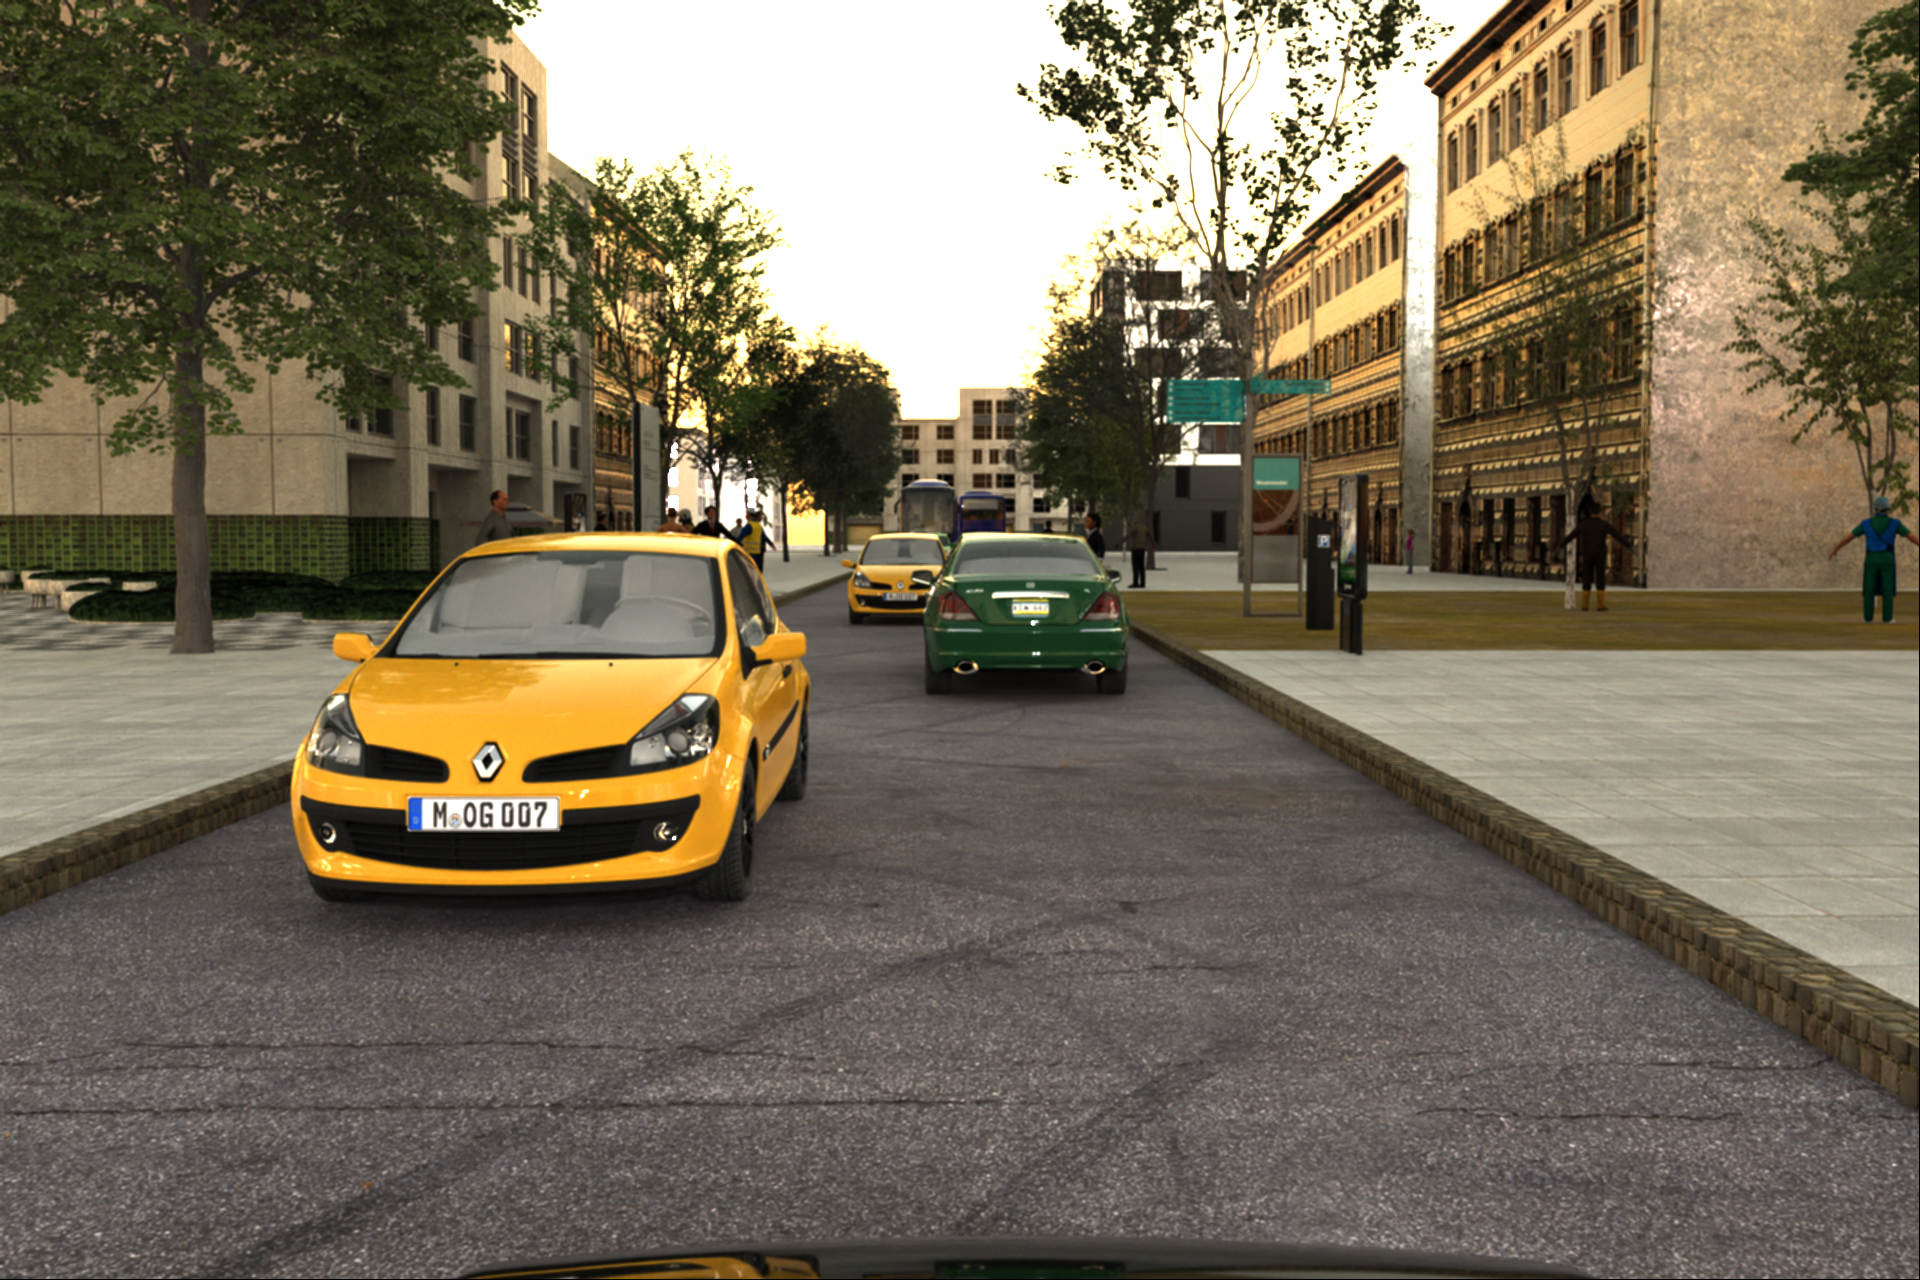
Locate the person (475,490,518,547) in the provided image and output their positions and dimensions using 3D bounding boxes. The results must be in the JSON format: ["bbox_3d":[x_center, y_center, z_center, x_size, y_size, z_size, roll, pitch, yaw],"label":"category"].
[{"bbox_3d":[-5.430,-0.872,20.529,0.705,1.796,1.348,1,4,14],"label":"person"}]

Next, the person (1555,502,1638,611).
[{"bbox_3d":[10.625,-1.397,28.984,1.346,1.812,0.704,2,4,32],"label":"person"}]

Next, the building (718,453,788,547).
[{"bbox_3d":[-22.277,-14.523,179.603,9.099,9.664,28.070,0,4,0],"label":"building"}]

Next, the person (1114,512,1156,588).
[{"bbox_3d":[4.230,-2.150,41.286,1.348,1.813,0.705,-3,5,-40],"label":"person"}]

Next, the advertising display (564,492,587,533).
[{"bbox_3d":[-5.969,-1.329,26.938,0.123,1.923,0.974,0,4,1],"label":"advertising display"}]

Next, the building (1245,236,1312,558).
[{"bbox_3d":[27.173,-16.278,97.069,19.493,23.208,18.063,0,4,0],"label":"building"}]

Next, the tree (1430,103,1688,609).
[{"bbox_3d":[10.663,-4.849,29.649,4.360,8.622,3.978,0,3,0],"label":"tree"}]

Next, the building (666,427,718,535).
[{"bbox_3d":[-25.409,-12.725,150.202,9.099,9.664,28.070,0,4,-1],"label":"building"}]

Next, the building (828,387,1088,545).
[{"bbox_3d":[0.008,-21.192,215.399,31.486,18.905,16.747,0,4,1],"label":"building"}]

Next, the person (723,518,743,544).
[{"bbox_3d":[-7.276,-3.117,57.148,1.347,1.806,0.705,-1,4,-13],"label":"person"}]

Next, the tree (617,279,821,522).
[{"bbox_3d":[-8.169,-7.669,59.796,8.767,10.594,7.601,3,4,39],"label":"tree"}]

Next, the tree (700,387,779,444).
[{"bbox_3d":[-26.622,-21.899,213.938,12.611,20.169,13.585,0,3,0],"label":"tree"}]

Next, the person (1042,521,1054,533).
[{"bbox_3d":[3.089,-3.182,58.752,0.721,1.740,1.216,-3,4,-36],"label":"person"}]

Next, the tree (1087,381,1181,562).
[{"bbox_3d":[7.694,-7.827,78.328,4.737,8.622,4.395,0,3,0],"label":"tree"}]

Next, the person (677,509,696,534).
[{"bbox_3d":[-6.296,-2.068,39.584,0.705,1.858,1.354,0,4,-2],"label":"person"}]

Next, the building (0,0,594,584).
[{"bbox_3d":[-24.003,-11.701,57.770,16.747,18.905,31.486,0,3,0],"label":"building"}]

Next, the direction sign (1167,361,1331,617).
[{"bbox_3d":[4.449,-2.290,26.211,2.525,3.948,1.411,0,4,0],"label":"direction sign"}]

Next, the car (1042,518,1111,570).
[{"bbox_3d":[0.993,-0.740,22.324,2.015,1.641,3.980,0,4,0],"label":"car"}]

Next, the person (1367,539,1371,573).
[{"bbox_3d":[13.217,-3.073,56.706,0.721,1.772,1.216,0,4,-4],"label":"person"}]

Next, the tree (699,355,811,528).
[{"bbox_3d":[-8.347,-7.334,70.273,4.737,8.622,4.395,0,3,0],"label":"tree"}]

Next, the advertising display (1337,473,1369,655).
[{"bbox_3d":[4.247,-0.829,18.761,0.123,1.923,0.974,0,4,1],"label":"advertising display"}]

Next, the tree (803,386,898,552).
[{"bbox_3d":[-8.324,-12.675,125.365,7.486,12.596,7.792,0,3,0],"label":"tree"}]

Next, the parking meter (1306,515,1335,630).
[{"bbox_3d":[4.842,-0.908,23.252,0.372,1.533,0.369,0,3,0],"label":"parking meter"}]

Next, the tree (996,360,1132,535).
[{"bbox_3d":[7.367,-12.478,114.389,12.009,13.543,11.850,0,3,0],"label":"tree"}]

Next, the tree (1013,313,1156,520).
[{"bbox_3d":[6.479,-10.492,89.672,7.486,12.596,7.792,0,3,0],"label":"tree"}]

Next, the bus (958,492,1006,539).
[{"bbox_3d":[1.099,-6.601,99.475,2.896,3.916,12.251,0,4,-1],"label":"bus"}]

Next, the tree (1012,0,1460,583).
[{"bbox_3d":[6.095,-11.560,44.890,12.611,20.169,13.585,0,3,0],"label":"tree"}]

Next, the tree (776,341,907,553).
[{"bbox_3d":[-8.063,-12.724,114.692,9.857,13.997,8.962,0,3,0],"label":"tree"}]

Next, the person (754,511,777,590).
[{"bbox_3d":[-4.558,-2.016,39.188,0.704,1.802,1.346,-2,4,-33],"label":"person"}]

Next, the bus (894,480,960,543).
[{"bbox_3d":[-1.399,-5.538,82.086,2.896,3.916,12.251,0,4,0],"label":"bus"}]

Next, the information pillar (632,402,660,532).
[{"bbox_3d":[-5.745,-2.475,31.776,0.184,3.620,1.656,0,4,2],"label":"information pillar"}]

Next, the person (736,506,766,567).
[{"bbox_3d":[-4.191,-1.750,34.575,0.705,1.833,1.349,2,4,25],"label":"person"}]

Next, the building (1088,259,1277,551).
[{"bbox_3d":[24.539,-18.419,145.121,27.936,21.610,32.646,0,3,0],"label":"building"}]

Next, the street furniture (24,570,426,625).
[{"bbox_3d":[-11.798,-0.778,28.343,5.734,0.657,10.072,-3,4,-38],"label":"street furniture"}]

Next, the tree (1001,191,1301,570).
[{"bbox_3d":[6.813,-9.255,61.697,12.009,13.543,11.850,0,3,0],"label":"tree"}]

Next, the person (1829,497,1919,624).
[{"bbox_3d":[13.190,-1.143,24.820,1.347,1.817,0.704,2,4,35],"label":"person"}]

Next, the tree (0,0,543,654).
[{"bbox_3d":[-8.141,-6.154,18.739,7.486,12.596,7.792,0,3,0],"label":"tree"}]

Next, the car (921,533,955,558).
[{"bbox_3d":[-1.126,-3.667,68.755,1.959,1.807,4.718,0,3,0],"label":"car"}]

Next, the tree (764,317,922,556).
[{"bbox_3d":[-7.745,-11.545,99.131,12.009,13.543,11.850,0,3,0],"label":"tree"}]

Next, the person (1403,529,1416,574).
[{"bbox_3d":[14.409,-2.840,55.693,0.599,1.433,0.991,0,4,2],"label":"person"}]

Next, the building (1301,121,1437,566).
[{"bbox_3d":[26.826,-15.100,77.816,19.493,23.208,18.063,0,4,0],"label":"building"}]

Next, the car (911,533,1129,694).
[{"bbox_3d":[0.574,-0.313,16.918,2.131,1.459,4.920,0,4,-1],"label":"car"}]

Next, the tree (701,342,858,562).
[{"bbox_3d":[-8.328,-8.872,79.463,7.601,10.594,8.767,-2,4,-24],"label":"tree"}]

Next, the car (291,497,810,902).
[{"bbox_3d":[-1.667,0.138,7.968,2.015,1.641,3.980,0,4,0],"label":"car"}]

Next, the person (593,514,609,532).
[{"bbox_3d":[-9.748,-2.532,47.340,1.347,1.837,0.705,3,5,44],"label":"person"}]

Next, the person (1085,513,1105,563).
[{"bbox_3d":[1.872,-1.002,25.558,0.721,1.740,1.216,-1,4,-16],"label":"person"}]

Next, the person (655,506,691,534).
[{"bbox_3d":[-4.702,-1.328,28.523,1.217,1.733,0.721,1,4,8],"label":"person"}]

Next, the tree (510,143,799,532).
[{"bbox_3d":[-8.263,-7.431,47.257,9.928,11.665,9.643,0,3,0],"label":"tree"}]

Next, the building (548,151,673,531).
[{"bbox_3d":[-25.290,-15.542,85.036,19.493,23.208,18.063,0,4,1],"label":"building"}]

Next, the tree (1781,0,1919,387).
[{"bbox_3d":[13.749,-6.227,19.939,7.486,12.596,7.792,0,3,0],"label":"tree"}]

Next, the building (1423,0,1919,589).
[{"bbox_3d":[25.228,-13.340,49.036,19.493,23.208,18.063,0,4,0],"label":"building"}]

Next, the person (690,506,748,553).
[{"bbox_3d":[-4.589,-1.579,32.010,1.347,1.806,0.705,-2,4,-27],"label":"person"}]

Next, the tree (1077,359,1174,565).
[{"bbox_3d":[7.076,-7.403,71.405,4.737,8.622,4.395,0,3,0],"label":"tree"}]

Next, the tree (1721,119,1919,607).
[{"bbox_3d":[15.764,-4.875,30.064,4.737,8.622,4.395,0,3,0],"label":"tree"}]

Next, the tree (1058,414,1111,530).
[{"bbox_3d":[7.428,-9.108,99.274,4.737,8.622,4.395,0,3,0],"label":"tree"}]

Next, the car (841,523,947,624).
[{"bbox_3d":[-0.929,-1.140,28.856,2.015,1.641,3.980,0,3,0],"label":"car"}]

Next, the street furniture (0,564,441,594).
[{"bbox_3d":[-16.738,-1.407,38.625,10.072,0.657,5.734,0,4,2],"label":"street furniture"}]

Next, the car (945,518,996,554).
[{"bbox_3d":[0.635,-1.935,40.426,1.959,1.807,4.718,0,4,-1],"label":"car"}]
